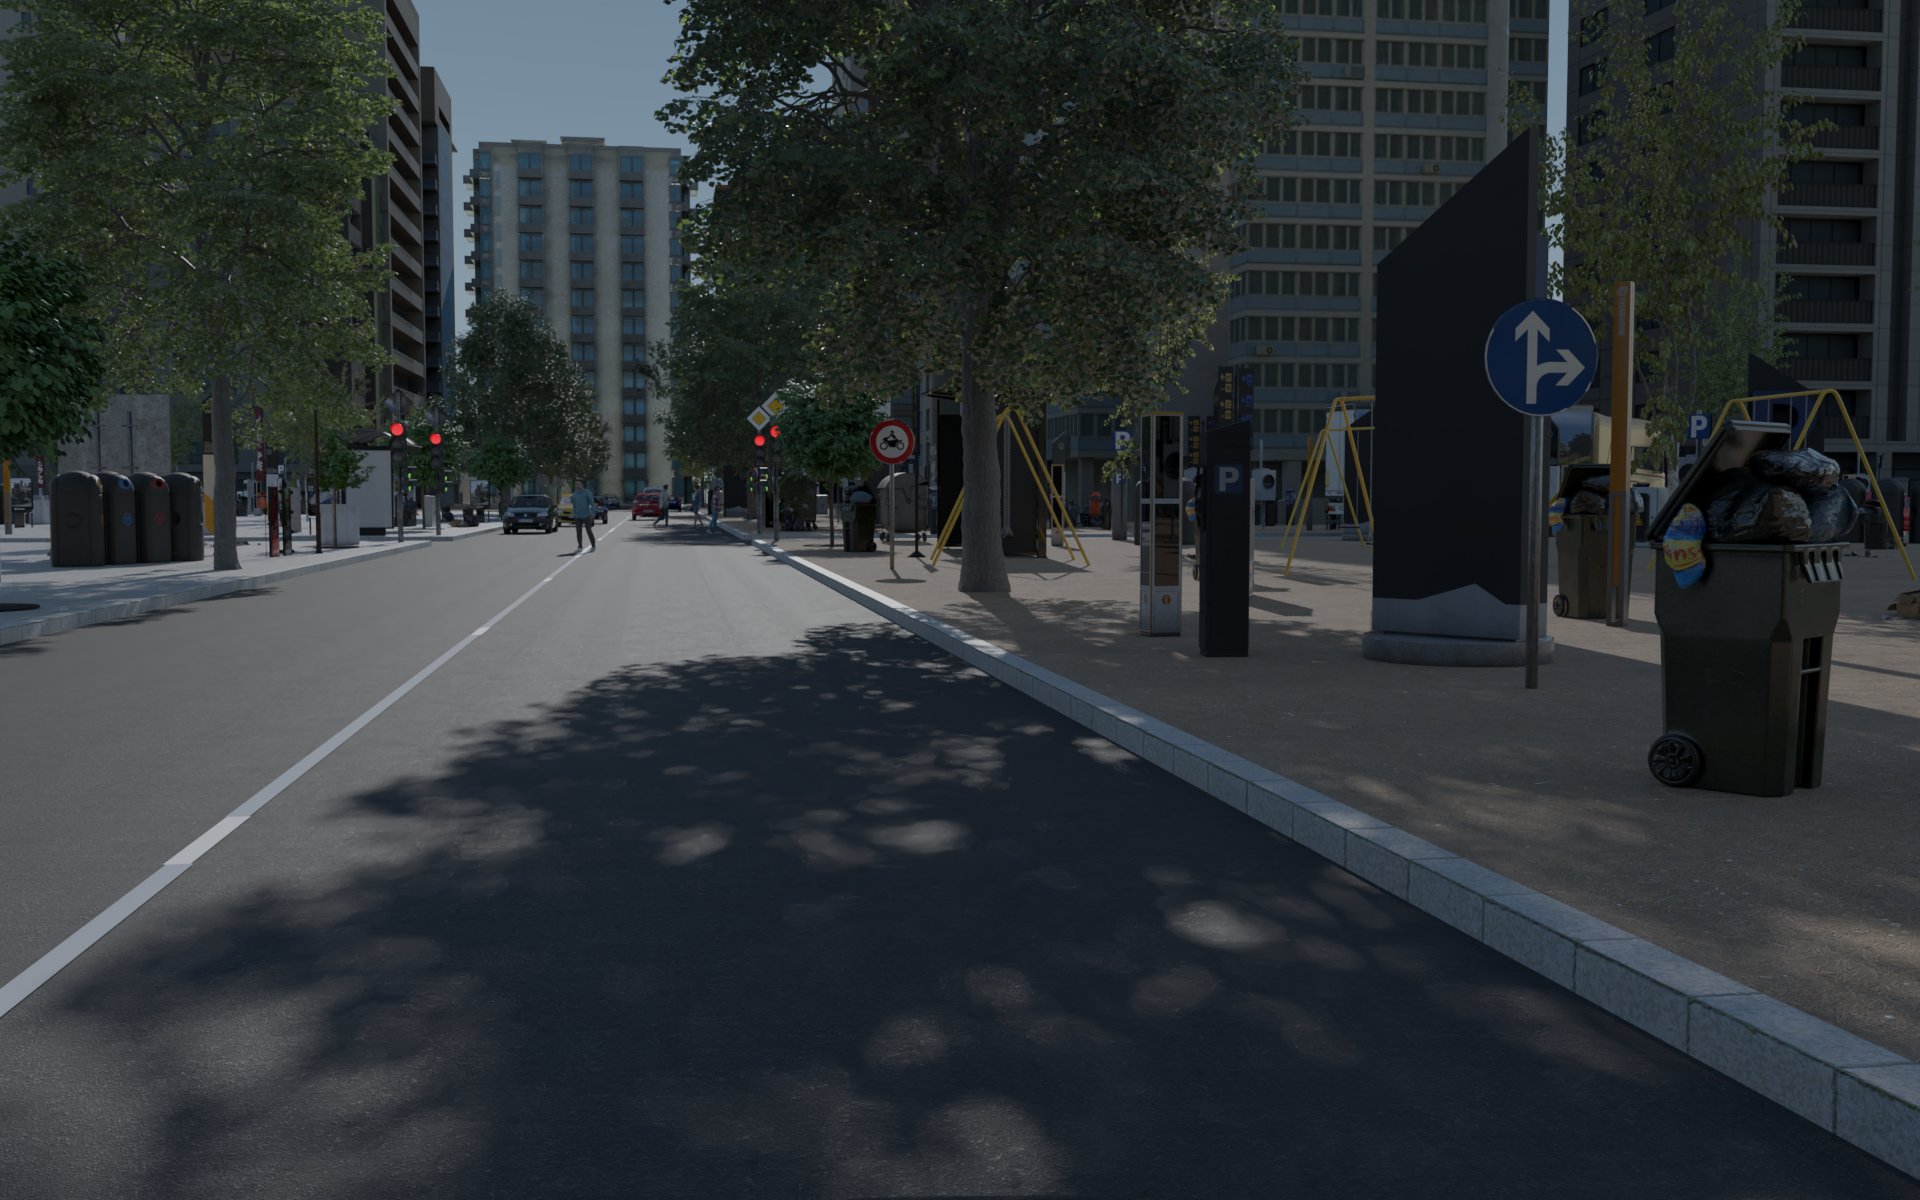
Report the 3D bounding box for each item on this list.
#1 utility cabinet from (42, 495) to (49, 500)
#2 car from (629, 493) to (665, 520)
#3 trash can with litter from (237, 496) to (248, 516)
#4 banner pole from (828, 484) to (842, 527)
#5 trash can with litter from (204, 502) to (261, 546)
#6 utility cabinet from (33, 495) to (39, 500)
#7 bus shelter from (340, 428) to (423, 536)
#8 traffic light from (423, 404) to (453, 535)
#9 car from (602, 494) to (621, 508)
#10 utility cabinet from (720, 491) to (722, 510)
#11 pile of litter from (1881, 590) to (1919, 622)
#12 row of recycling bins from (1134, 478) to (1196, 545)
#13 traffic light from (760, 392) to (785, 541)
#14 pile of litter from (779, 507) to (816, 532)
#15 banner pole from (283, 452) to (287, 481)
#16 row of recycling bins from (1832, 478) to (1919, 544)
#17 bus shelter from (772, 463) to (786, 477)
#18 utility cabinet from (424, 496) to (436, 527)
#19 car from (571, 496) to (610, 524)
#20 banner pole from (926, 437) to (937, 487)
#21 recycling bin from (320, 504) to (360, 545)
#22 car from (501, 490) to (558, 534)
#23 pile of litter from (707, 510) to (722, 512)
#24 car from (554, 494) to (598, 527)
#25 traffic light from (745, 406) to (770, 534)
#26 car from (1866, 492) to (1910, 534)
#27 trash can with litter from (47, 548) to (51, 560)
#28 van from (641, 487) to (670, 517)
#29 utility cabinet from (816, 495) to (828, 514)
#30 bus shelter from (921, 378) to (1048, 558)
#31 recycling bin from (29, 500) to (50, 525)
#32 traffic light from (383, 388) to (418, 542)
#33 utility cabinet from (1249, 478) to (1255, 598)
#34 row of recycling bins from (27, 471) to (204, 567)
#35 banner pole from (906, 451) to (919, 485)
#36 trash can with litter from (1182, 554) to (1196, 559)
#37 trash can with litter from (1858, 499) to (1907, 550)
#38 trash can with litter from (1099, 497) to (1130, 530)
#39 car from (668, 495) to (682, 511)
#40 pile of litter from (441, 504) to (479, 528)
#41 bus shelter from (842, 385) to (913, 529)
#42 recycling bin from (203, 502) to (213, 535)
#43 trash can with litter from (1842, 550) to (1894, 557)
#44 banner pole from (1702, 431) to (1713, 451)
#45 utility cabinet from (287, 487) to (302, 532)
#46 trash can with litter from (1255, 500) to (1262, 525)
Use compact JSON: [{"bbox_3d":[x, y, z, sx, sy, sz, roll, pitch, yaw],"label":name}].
[{"bbox_3d":[-47.602,-4.835,90.209,0.306,1.237,1.020,-2,4,-34],"label":"utility cabinet"},{"bbox_3d":[-17.360,-5.346,96.443,2.155,1.783,4.494,-1,4,-10],"label":"car"},{"bbox_3d":[-42.026,-5.509,101.463,0.624,1.170,1.055,-1,4,-21],"label":"trash can with litter"},{"bbox_3d":[-4.889,-4.684,66.592,0.401,3.779,0.863,-1,4,-10],"label":"banner pole"},{"bbox_3d":[-18.289,-1.954,43.013,1.678,1.210,2.233,-1,4,-13],"label":"trash can with litter"},{"bbox_3d":[-58.584,-6.003,109.308,0.306,1.237,1.020,1,4,20],"label":"utility cabinet"},{"bbox_3d":[-18.683,-3.781,55.741,2.014,3.302,5.546,-1,4,-10],"label":"bus shelter"},{"bbox_3d":[-16.209,-3.967,53.780,0.839,4.253,0.868,-1,4,-10],"label":"traffic light"},{"bbox_3d":[-35.355,-9.992,175.167,2.131,1.459,4.920,-1,4,-10],"label":"car"},{"bbox_3d":[-17.366,-7.239,127.039,0.318,1.500,1.173,2,4,24],"label":"utility cabinet"},{"bbox_3d":[10.184,-0.244,17.962,1.719,0.858,1.176,-1,4,-23],"label":"pile of litter"},{"bbox_3d":[5.990,-2.273,44.272,3.534,1.692,1.069,-2,4,-33],"label":"row of recycling bins"},{"bbox_3d":[-5.078,-3.590,47.619,0.839,4.253,0.868,-1,4,-10],"label":"traffic light"},{"bbox_3d":[-5.772,-2.791,59.593,1.719,0.858,1.176,3,4,36],"label":"pile of litter"},{"bbox_3d":[-39.339,-6.787,100.982,0.401,3.779,0.863,-2,4,-31],"label":"banner pole"},{"bbox_3d":[23.886,-2.346,45.476,3.534,1.692,1.069,2,4,29],"label":"row of recycling bins"},{"bbox_3d":[-11.005,-8.001,108.449,2.179,5.291,8.768,-1,4,-10],"label":"bus shelter"},{"bbox_3d":[-20.726,-3.466,67.832,0.306,1.237,1.020,0,4,-6],"label":"utility cabinet"},{"bbox_3d":[-17.941,-4.363,83.923,1.945,1.354,3.894,-1,4,-11],"label":"car"},{"bbox_3d":[-1.270,-5.232,75.566,0.401,3.779,0.863,-3,5,-40],"label":"banner pole"},{"bbox_3d":[-15.695,-1.911,43.801,0.722,1.027,0.722,3,5,39],"label":"recycling bin"},{"bbox_3d":[-15.812,-3.305,63.818,2.009,1.686,4.222,-1,4,-8],"label":"car"},{"bbox_3d":[-17.460,-6.725,123.916,1.176,0.858,1.719,-1,4,-19],"label":"pile of litter"},{"bbox_3d":[-17.149,-4.094,77.160,2.015,1.641,3.980,-1,4,-12],"label":"car"},{"bbox_3d":[-6.446,-4.071,55.487,0.839,4.253,0.868,-1,4,-10],"label":"traffic light"},{"bbox_3d":[30.772,-2.967,57.543,4.494,1.783,2.155,-1,4,-12],"label":"car"},{"bbox_3d":[-17.454,-1.368,33.754,1.055,1.170,0.624,2,4,33],"label":"trash can with litter"},{"bbox_3d":[-19.686,-6.395,111.570,2.013,2.044,4.112,-1,4,-9],"label":"van"},{"bbox_3d":[-8.894,-6.028,109.721,1.020,1.237,0.306,-1,4,-23],"label":"utility cabinet"},{"bbox_3d":[0.468,-2.835,37.627,1.731,3.624,6.357,-1,4,-10],"label":"bus shelter"},{"bbox_3d":[-38.754,-3.705,73.135,0.722,1.027,0.722,1,4,8],"label":"recycling bin"},{"bbox_3d":[-14.841,-3.486,45.912,0.839,4.253,0.868,-1,4,-10],"label":"traffic light"},{"bbox_3d":[3.490,-0.784,21.491,0.318,1.500,1.173,1,4,12],"label":"utility cabinet"},{"bbox_3d":[-15.342,-1.517,31.916,1.069,1.692,3.534,1,4,13],"label":"row of recycling bins"},{"bbox_3d":[-2.270,-5.831,85.361,0.863,3.779,0.401,1,4,11],"label":"banner pole"},{"bbox_3d":[4.884,-1.432,34.467,2.233,1.210,1.678,-1,4,-12],"label":"trash can with litter"},{"bbox_3d":[21.419,-1.765,40.240,1.055,1.170,0.624,-1,4,-20],"label":"trash can with litter"},{"bbox_3d":[5.569,-3.108,62.204,1.055,1.170,0.624,0,4,-6],"label":"trash can with litter"},{"bbox_3d":[-24.118,-8.064,144.422,1.945,1.354,3.894,-1,4,-10],"label":"car"},{"bbox_3d":[-19.355,-3.261,67.280,1.176,0.858,1.719,2,4,24],"label":"pile of litter"},{"bbox_3d":[-3.175,-5.144,61.739,2.179,5.291,8.768,-1,4,-10],"label":"bus shelter"},{"bbox_3d":[-23.606,-2.585,54.813,0.722,1.027,0.722,2,4,24],"label":"recycling bin"},{"bbox_3d":[17.928,-1.500,35.582,2.233,1.210,1.678,2,4,34],"label":"trash can with litter"},{"bbox_3d":[25.955,-4.310,60.489,0.401,3.779,0.863,-2,4,-35],"label":"banner pole"},{"bbox_3d":[-22.242,-3.009,57.872,0.318,1.500,1.173,-2,4,-28],"label":"utility cabinet"},{"bbox_3d":[11.960,-3.631,70.749,0.624,1.170,1.055,3,4,38],"label":"trash can with litter"}]
